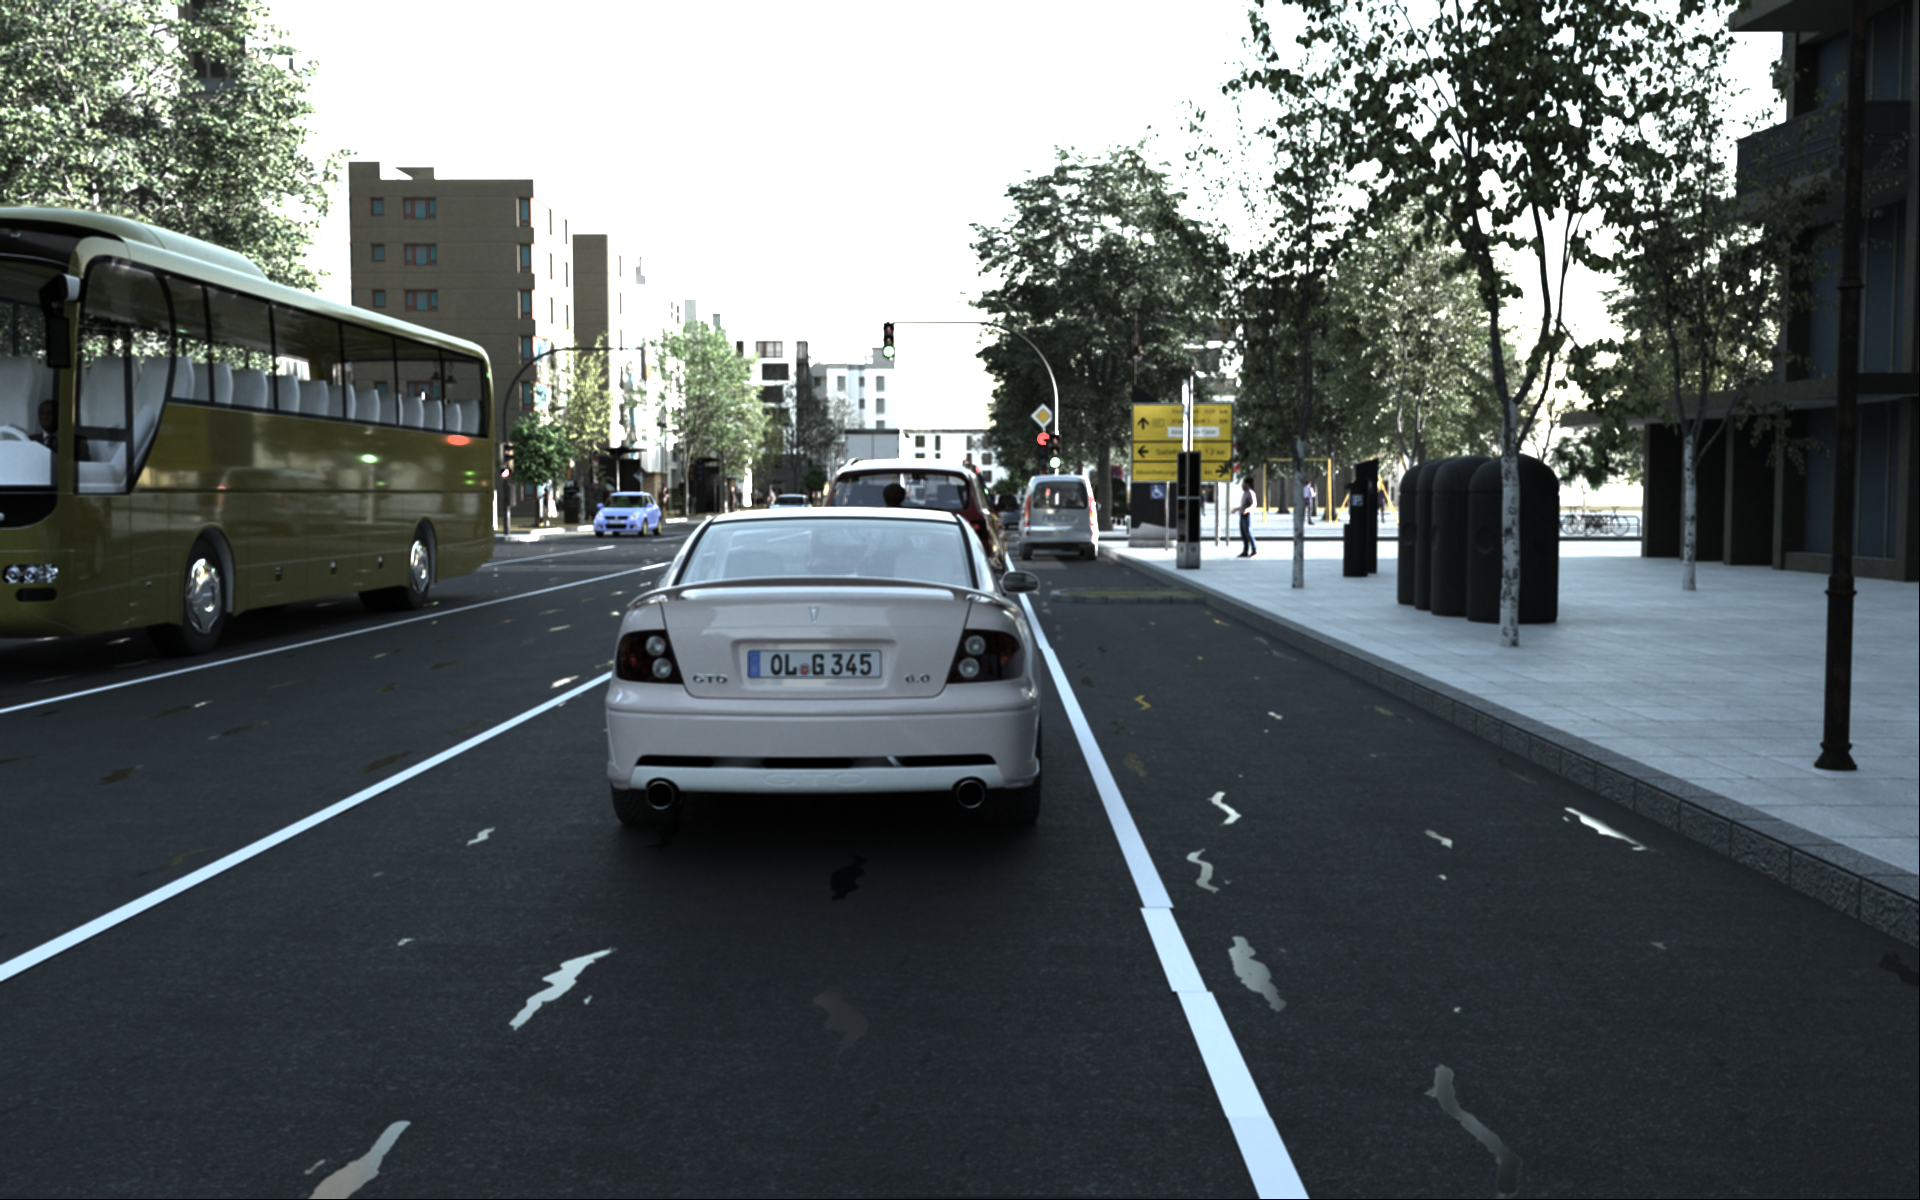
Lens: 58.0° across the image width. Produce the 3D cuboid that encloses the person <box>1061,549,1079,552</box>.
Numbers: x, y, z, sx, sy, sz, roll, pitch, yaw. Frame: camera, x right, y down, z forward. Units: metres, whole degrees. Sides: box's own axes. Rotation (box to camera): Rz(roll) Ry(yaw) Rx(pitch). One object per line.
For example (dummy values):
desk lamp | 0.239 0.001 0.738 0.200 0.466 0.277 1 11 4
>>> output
person | 2.800 -2.114 43.200 0.434 1.807 0.598 -1 4 -23

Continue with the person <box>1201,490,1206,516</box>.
person | 13.869 -5.564 99.553 0.613 1.512 0.480 -1 4 -17

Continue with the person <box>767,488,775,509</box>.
person | -12.279 -6.345 112.372 0.598 1.807 0.434 -3 4 -38

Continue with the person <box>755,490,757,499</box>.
person | -22.416 -11.244 190.608 1.217 1.736 0.721 1 4 23

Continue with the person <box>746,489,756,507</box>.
person | -20.574 -10.083 170.993 0.705 1.812 1.348 3 5 42

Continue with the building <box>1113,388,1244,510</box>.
building | 18.309 -12.752 150.638 9.099 9.664 28.070 0 4 1

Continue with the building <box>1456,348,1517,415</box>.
building | 65.434 -22.718 227.854 11.380 20.091 16.016 0 4 1

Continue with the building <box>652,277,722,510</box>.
building | -32.107 -17.775 157.079 16.747 18.905 31.486 0 4 1

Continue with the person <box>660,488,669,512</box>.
person | -21.151 -7.175 124.033 0.600 1.739 0.565 -3 5 -39

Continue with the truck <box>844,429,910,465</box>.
truck | -3.658 -5.568 79.945 2.839 4.237 11.283 0 4 1

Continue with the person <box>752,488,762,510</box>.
person | -15.438 -7.636 131.675 0.721 1.735 1.217 -3 5 -43

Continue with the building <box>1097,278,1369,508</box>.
building | 28.122 -20.585 180.540 27.936 21.610 32.646 0 4 1

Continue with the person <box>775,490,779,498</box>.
person | -19.332 -10.787 182.933 0.617 1.759 0.750 -1 4 -18

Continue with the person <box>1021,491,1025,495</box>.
person | 6.878 -11.244 190.827 0.436 1.711 0.756 3 4 38

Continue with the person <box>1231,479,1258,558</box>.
person | 5.758 -1.646 34.918 0.435 1.587 0.963 -1 4 -11

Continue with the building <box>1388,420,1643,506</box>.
building | 61.563 -15.271 191.833 28.070 9.664 9.099 0 4 1

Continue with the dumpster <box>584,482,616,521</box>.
dumpster | -17.479 -4.778 83.879 1.264 1.857 1.865 0 4 0

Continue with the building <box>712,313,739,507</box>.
building | -31.161 -19.695 178.425 16.016 20.091 11.380 0 4 1

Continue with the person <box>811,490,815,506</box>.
person | -16.187 -11.128 188.710 0.721 1.735 1.217 2 4 31

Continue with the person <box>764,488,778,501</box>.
person | -16.453 -8.894 151.463 1.348 1.824 0.705 0 4 -5

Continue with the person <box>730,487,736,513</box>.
person | -15.128 -6.652 115.356 0.434 1.755 0.990 -1 4 -14

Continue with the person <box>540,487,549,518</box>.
person | -22.086 -5.171 92.053 0.593 1.643 0.415 1 4 9

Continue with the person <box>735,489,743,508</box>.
person | -20.404 -9.335 159.196 0.750 1.759 0.617 -3 4 -36

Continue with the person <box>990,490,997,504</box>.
person | 2.335 -6.727 119.191 0.504 1.737 0.576 3 5 40

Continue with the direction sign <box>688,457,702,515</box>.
direction sign | -16.354 -7.030 106.933 0.876 3.537 0.379 0 4 6

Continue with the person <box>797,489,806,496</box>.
person | -16.148 -10.397 176.000 1.348 1.831 0.705 -3 4 -36

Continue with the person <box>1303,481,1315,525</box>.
person | 14.592 -4.069 72.433 0.709 1.838 0.599 3 5 40

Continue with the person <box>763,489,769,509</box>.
person | -16.371 -8.660 148.453 1.217 1.723 0.721 0 4 -3

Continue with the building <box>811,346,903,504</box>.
building | -13.508 -22.750 228.373 11.380 20.091 16.016 0 4 1

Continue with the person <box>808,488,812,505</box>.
person | -14.567 -9.922 168.223 0.705 1.831 1.348 0 4 6

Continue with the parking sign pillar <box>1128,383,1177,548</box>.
parking sign pillar | 4.779 -3.259 41.752 1.447 3.967 1.447 1 4 12

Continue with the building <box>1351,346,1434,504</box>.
building | 54.047 -22.680 227.244 11.380 20.091 16.016 0 4 1

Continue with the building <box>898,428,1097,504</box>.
building | 6.182 -17.332 225.532 28.070 9.664 9.099 0 4 1

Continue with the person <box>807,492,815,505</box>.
person | -16.854 -11.686 197.121 1.348 1.823 0.705 3 5 40

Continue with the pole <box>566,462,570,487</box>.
pole | -17.831 -5.197 78.819 0.158 3.312 0.155 0 3 0

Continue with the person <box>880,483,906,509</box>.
person | -0.629 -0.254 15.116 0.387 1.526 0.523 3 5 42

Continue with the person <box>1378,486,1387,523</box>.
person | 18.358 -4.200 75.624 0.541 1.710 0.530 3 5 40

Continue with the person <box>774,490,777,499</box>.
person | -18.522 -10.126 172.316 0.721 1.735 1.217 2 4 24

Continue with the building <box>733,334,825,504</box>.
building | -35.447 -23.914 234.967 32.646 21.610 27.936 0 4 1

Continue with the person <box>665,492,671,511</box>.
person | -22.089 -7.429 130.695 0.799 1.438 0.628 2 4 27

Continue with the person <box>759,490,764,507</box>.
person | -20.422 -10.454 177.758 0.721 1.735 1.217 1 4 20
